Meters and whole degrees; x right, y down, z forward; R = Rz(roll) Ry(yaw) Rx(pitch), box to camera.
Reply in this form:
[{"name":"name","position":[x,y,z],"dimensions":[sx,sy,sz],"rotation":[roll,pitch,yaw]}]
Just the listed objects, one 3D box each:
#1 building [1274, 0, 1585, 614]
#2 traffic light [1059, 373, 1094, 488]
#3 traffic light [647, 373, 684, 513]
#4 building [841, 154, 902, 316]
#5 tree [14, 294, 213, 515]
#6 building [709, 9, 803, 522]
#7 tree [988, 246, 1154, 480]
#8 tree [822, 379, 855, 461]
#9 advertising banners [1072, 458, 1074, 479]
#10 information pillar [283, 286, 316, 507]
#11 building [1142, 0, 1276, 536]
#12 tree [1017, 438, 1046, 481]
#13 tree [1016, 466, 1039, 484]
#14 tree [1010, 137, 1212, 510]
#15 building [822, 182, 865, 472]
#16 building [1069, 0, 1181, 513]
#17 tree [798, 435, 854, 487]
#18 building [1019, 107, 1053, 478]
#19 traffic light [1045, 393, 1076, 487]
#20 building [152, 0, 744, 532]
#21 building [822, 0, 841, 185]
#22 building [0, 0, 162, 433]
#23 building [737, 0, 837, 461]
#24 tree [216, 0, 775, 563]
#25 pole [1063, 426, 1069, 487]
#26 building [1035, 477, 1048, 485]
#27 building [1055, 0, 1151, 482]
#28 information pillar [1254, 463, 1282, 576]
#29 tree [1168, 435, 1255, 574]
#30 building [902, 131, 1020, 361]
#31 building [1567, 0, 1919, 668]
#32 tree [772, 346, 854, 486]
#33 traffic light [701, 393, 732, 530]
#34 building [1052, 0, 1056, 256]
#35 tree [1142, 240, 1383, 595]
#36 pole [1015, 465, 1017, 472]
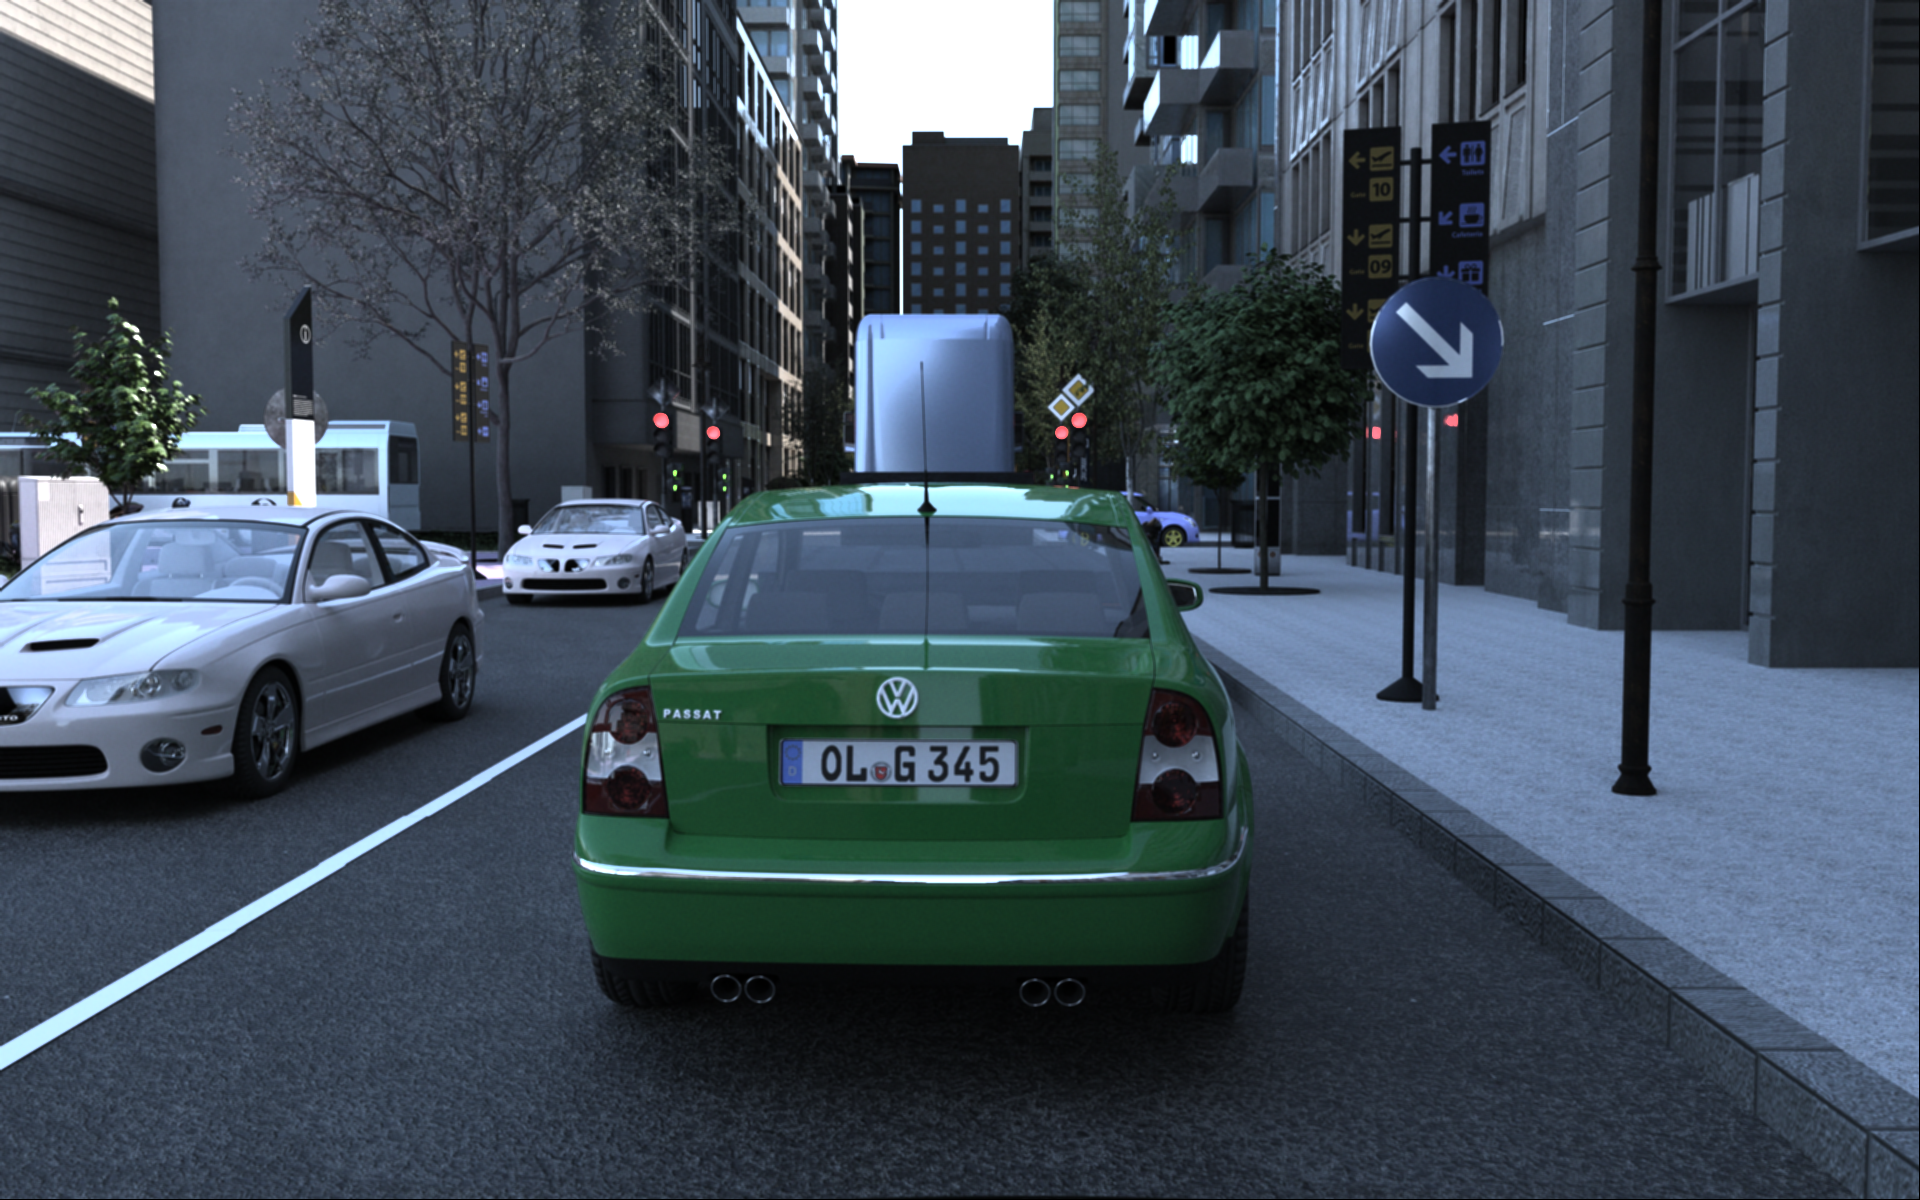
[{"name":"building","position":[12.581,-12.747,26.441],"dimensions":[12.078,24.808,19.932],"rotation":[0,4,0]},{"name":"traffic light","position":[2.732,-3.143,40.312],"dimensions":[0.839,4.253,0.868],"rotation":[0,4,0]},{"name":"traffic light","position":[-6.879,-3.147,40.379],"dimensions":[0.839,4.253,0.868],"rotation":[0,4,0]},{"name":"building","position":[-21.812,-34.677,221.589],"dimensions":[28.867,44.769,22.147],"rotation":[0,4,0]},{"name":"tree","position":[-8.322,-1.366,16.932],"dimensions":[1.663,3.219,1.824],"rotation":[0,3,0]},{"name":"building","position":[-19.648,-17.576,91.885],"dimensions":[19.350,26.468,34.151],"rotation":[0,4,0]},{"name":"tree","position":[4.341,-9.980,80.175],"dimensions":[9.611,12.733,9.660],"rotation":[0,3,0]},{"name":"tree","position":[-7.192,-9.871,111.757],"dimensions":[4.737,8.622,4.395],"rotation":[0,3,0]},{"name":"advertising banners","position":[3.947,-4.049,62.394],"dimensions":[0.090,3.025,2.074],"rotation":[1,4,13]},{"name":"information pillar","position":[-7.363,-1.713,19.357],"dimensions":[0.183,3.616,0.504],"rotation":[0,4,8]},{"name":"building","position":[21.766,-26.968,60.529],"dimensions":[30.456,49.044,23.786],"rotation":[0,4,0]},{"name":"tree","position":[4.128,-14.599,156.818],"dimensions":[7.486,12.596,7.792],"rotation":[0,3,0]},{"name":"tree","position":[4.031,-6.745,104.889],"dimensions":[1.663,3.219,1.824],"rotation":[0,3,0]},{"name":"tree","position":[3.475,-5.219,35.691],"dimensions":[4.737,8.622,4.395],"rotation":[0,3,0]},{"name":"building","position":[-16.320,-23.826,161.255],"dimensions":[14.160,30.474,14.107],"rotation":[0,4,0]},{"name":"building","position":[18.209,-48.123,99.486],"dimensions":[22.319,86.520,31.000],"rotation":[0,4,0]},{"name":"tree","position":[-7.365,-6.912,96.717],"dimensions":[4.285,4.588,4.351],"rotation":[0,3,0]},{"name":"building","position":[18.117,-36.485,220.223],"dimensions":[21.600,48.544,21.300],"rotation":[0,4,0]},{"name":"traffic light","position":[2.801,-3.632,48.297],"dimensions":[0.839,4.253,0.868],"rotation":[0,4,0]},{"name":"building","position":[-16.441,-16.446,62.406],"dimensions":[14.314,27.812,24.014],"rotation":[0,4,0]},{"name":"building","position":[-24.737,-53.286,183.891],"dimensions":[31.000,86.520,22.319],"rotation":[0,4,0]},{"name":"building","position":[-40.091,-16.483,56.883],"dimensions":[23.554,28.519,14.401],"rotation":[0,4,0]},{"name":"building","position":[-21.646,-31.717,138.184],"dimensions":[23.786,49.044,30.456],"rotation":[0,4,0]},{"name":"tree","position":[-8.708,-7.459,32.319],"dimensions":[12.009,13.543,11.850],"rotation":[0,3,0]},{"name":"pole","position":[3.191,-3.567,52.172],"dimensions":[0.158,3.312,0.155],"rotation":[0,3,0]},{"name":"building","position":[24.221,-30.059,183.348],"dimensions":[32.217,40.220,23.993],"rotation":[0,4,0]},{"name":"building","position":[14.394,-27.670,135.994],"dimensions":[14.154,41.232,14.086],"rotation":[0,4,0]},{"name":"information pillar","position":[4.830,-1.386,27.161],"dimensions":[0.304,2.012,0.304],"rotation":[-2,4,-24]},{"name":"tree","position":[4.214,-2.067,28.398],"dimensions":[1.663,3.219,1.824],"rotation":[0,3,0]},{"name":"building","position":[0.150,-34.652,216.676],"dimensions":[14.200,45.320,14.600],"rotation":[0,4,0]},{"name":"building","position":[11.260,-13.699,1.479],"dimensions":[11.434,29.767,29.804],"rotation":[0,4,0]},{"name":"tree","position":[-7.474,-8.334,86.630],"dimensions":[4.360,8.622,3.978],"rotation":[0,3,0]},{"name":"traffic light","position":[-6.810,-3.636,48.363],"dimensions":[0.839,4.253,0.868],"rotation":[0,4,0]},{"name":"building","position":[18.854,-37.601,156.781],"dimensions":[21.231,58.520,28.212],"rotation":[0,4,0]},{"name":"tree","position":[4.060,-2.376,22.567],"dimensions":[4.285,4.588,4.351],"rotation":[0,3,0]},{"name":"pole","position":[3.495,-7.027,108.742],"dimensions":[0.158,3.312,0.155],"rotation":[0,3,0]}]
